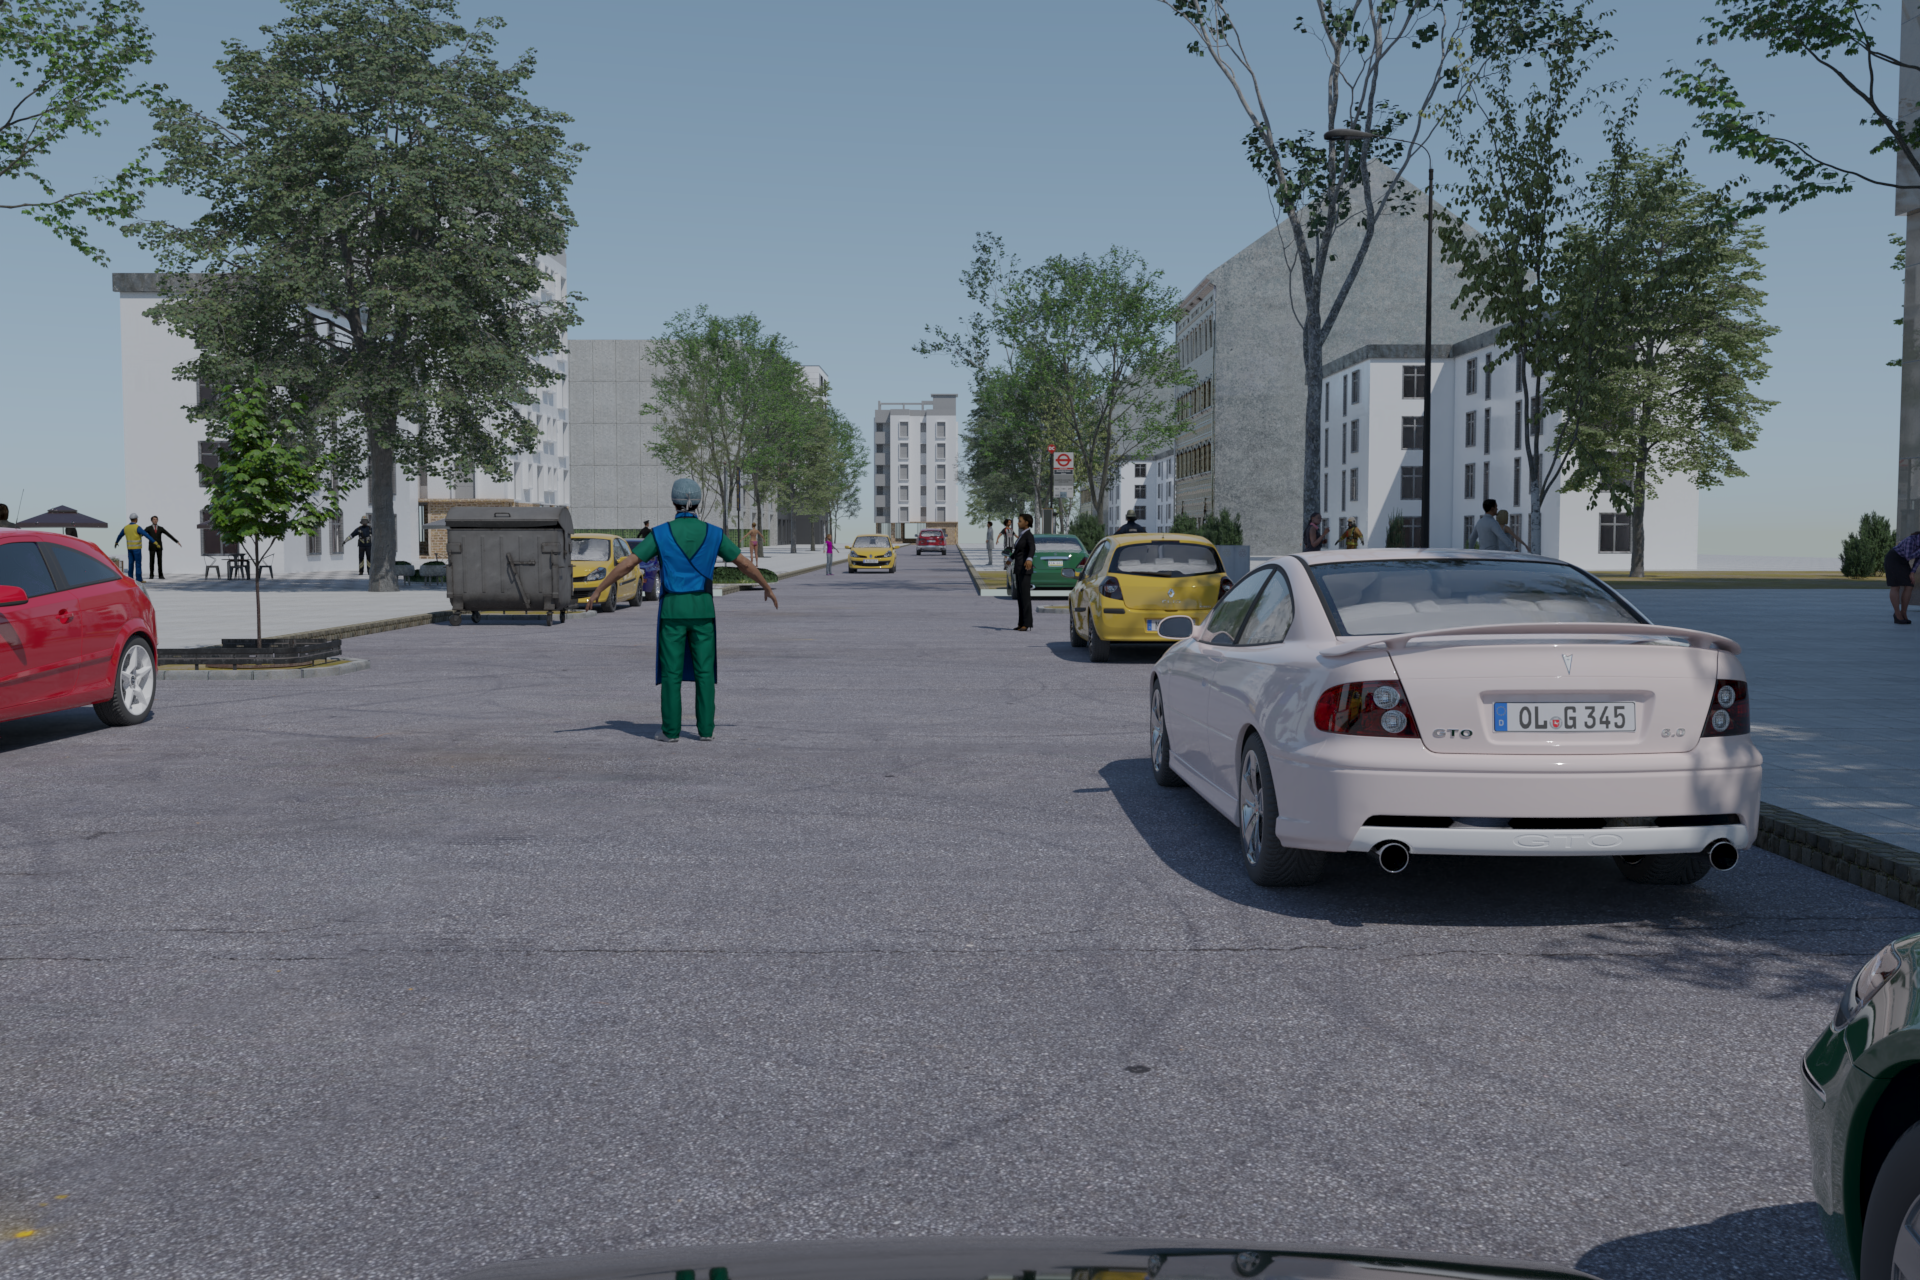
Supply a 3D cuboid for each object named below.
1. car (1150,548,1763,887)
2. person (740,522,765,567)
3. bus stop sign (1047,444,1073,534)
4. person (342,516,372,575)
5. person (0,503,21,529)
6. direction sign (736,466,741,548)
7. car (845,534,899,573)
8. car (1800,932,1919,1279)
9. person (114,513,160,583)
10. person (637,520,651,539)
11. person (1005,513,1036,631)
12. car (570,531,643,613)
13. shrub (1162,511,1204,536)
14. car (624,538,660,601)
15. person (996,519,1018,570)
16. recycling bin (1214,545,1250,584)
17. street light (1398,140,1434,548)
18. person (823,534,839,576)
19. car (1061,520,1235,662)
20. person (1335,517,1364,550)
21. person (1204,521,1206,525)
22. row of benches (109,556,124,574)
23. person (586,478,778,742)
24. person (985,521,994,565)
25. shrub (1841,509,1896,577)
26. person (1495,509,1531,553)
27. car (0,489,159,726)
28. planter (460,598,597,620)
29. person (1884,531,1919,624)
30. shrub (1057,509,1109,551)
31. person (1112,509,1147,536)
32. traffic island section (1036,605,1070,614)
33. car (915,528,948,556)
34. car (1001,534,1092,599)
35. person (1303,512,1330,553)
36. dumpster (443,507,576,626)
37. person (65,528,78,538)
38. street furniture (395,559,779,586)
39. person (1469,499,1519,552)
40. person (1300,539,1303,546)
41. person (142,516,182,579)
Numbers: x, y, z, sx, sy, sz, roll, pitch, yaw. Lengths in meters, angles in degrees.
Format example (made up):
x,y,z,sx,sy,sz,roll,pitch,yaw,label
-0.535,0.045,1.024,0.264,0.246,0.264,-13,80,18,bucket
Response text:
x,y,z,sx,sy,sz,roll,pitch,yaw,label
2.073,0.240,8.437,2.083,1.381,4.827,0,4,-1,car
-8.062,-3.702,67.325,1.217,1.733,0.721,-3,5,-41,person
2.945,-3.848,51.621,0.855,3.939,0.416,0,4,-1,bus stop sign
-18.488,-2.938,53.813,1.354,1.856,0.705,-1,4,-21,person
-14.326,-1.170,25.893,1.215,1.744,0.721,-3,5,-40,person
-7.473,-4.066,58.474,0.379,3.537,0.876,0,4,-1,direction sign
-3.237,-3.299,64.169,2.015,1.641,3.980,0,4,-1,car
2.288,0.667,0.886,2.131,1.459,4.920,0,4,-1,car
-21.596,-2.409,45.355,1.349,1.833,0.705,1,4,12,person
-12.326,-3.812,68.257,1.347,1.837,0.705,2,4,35,person
0.875,-1.005,25.613,0.721,1.740,1.216,-1,4,-13,person
-7.156,-1.383,32.829,2.015,1.641,3.980,0,4,0,car
7.079,-3.088,54.904,1.690,2.028,1.600,0,3,0,shrub
-7.327,-1.572,38.281,1.945,1.354,3.894,0,4,0,car
1.729,-3.390,61.565,1.345,1.843,0.704,-3,5,-42,person
6.092,-1.607,38.826,0.722,1.027,0.722,0,4,0,recycling bin
5.947,-2.904,20.022,1.470,5.913,1.316,0,4,-1,street light
-4.471,-2.950,59.958,0.599,1.433,0.991,2,4,27,person
2.268,-0.648,20.822,2.015,1.641,3.980,0,4,-1,car
13.022,-3.175,57.684,0.705,1.858,1.354,-2,4,-30,person
9.867,-3.867,69.076,0.705,1.847,1.347,0,4,7,person
-25.027,-1.958,47.472,4.104,0.672,1.422,-1,4,-15,row of benches
-1.900,-0.209,12.001,1.347,1.817,0.704,-1,4,-20,person
1.200,-3.982,71.289,0.705,1.806,1.347,0,4,4,person
27.443,-2.917,52.116,1.690,2.028,1.600,0,3,0,shrub
10.488,-1.629,33.251,0.721,1.753,1.214,-2,4,-26,person
-7.033,-0.152,11.524,2.155,1.783,4.494,0,4,-1,car
-7.358,-0.534,29.875,1.991,0.319,1.994,0,4,-1,planter
13.455,-0.933,24.524,0.421,1.427,0.697,-2,4,-26,person
3.959,-3.121,55.075,1.661,2.075,1.752,0,3,0,shrub
3.919,-2.081,39.889,1.351,1.845,0.704,-1,4,-14,person
2.416,-0.560,32.021,1.991,0.108,1.994,0,3,0,traffic island section
-1.941,-6.638,117.208,2.281,1.827,5.304,0,4,-1,car
2.021,-1.688,39.399,2.131,1.459,4.920,0,4,-1,car
5.911,-1.289,28.591,0.415,1.643,0.593,-3,5,-42,person
-7.094,-1.169,27.332,1.865,1.857,1.264,0,4,-1,dumpster
-23.278,-2.402,45.494,0.704,1.802,1.346,-1,4,-18,person
-9.954,-1.755,44.322,10.072,0.657,5.734,1,4,14,street furniture
8.002,-1.220,26.109,0.704,1.810,1.344,-1,4,-16,person
15.152,-4.034,75.220,0.991,1.433,0.599,-2,4,-27,person
-22.913,-2.640,49.343,1.347,1.806,0.705,-2,4,-35,person
